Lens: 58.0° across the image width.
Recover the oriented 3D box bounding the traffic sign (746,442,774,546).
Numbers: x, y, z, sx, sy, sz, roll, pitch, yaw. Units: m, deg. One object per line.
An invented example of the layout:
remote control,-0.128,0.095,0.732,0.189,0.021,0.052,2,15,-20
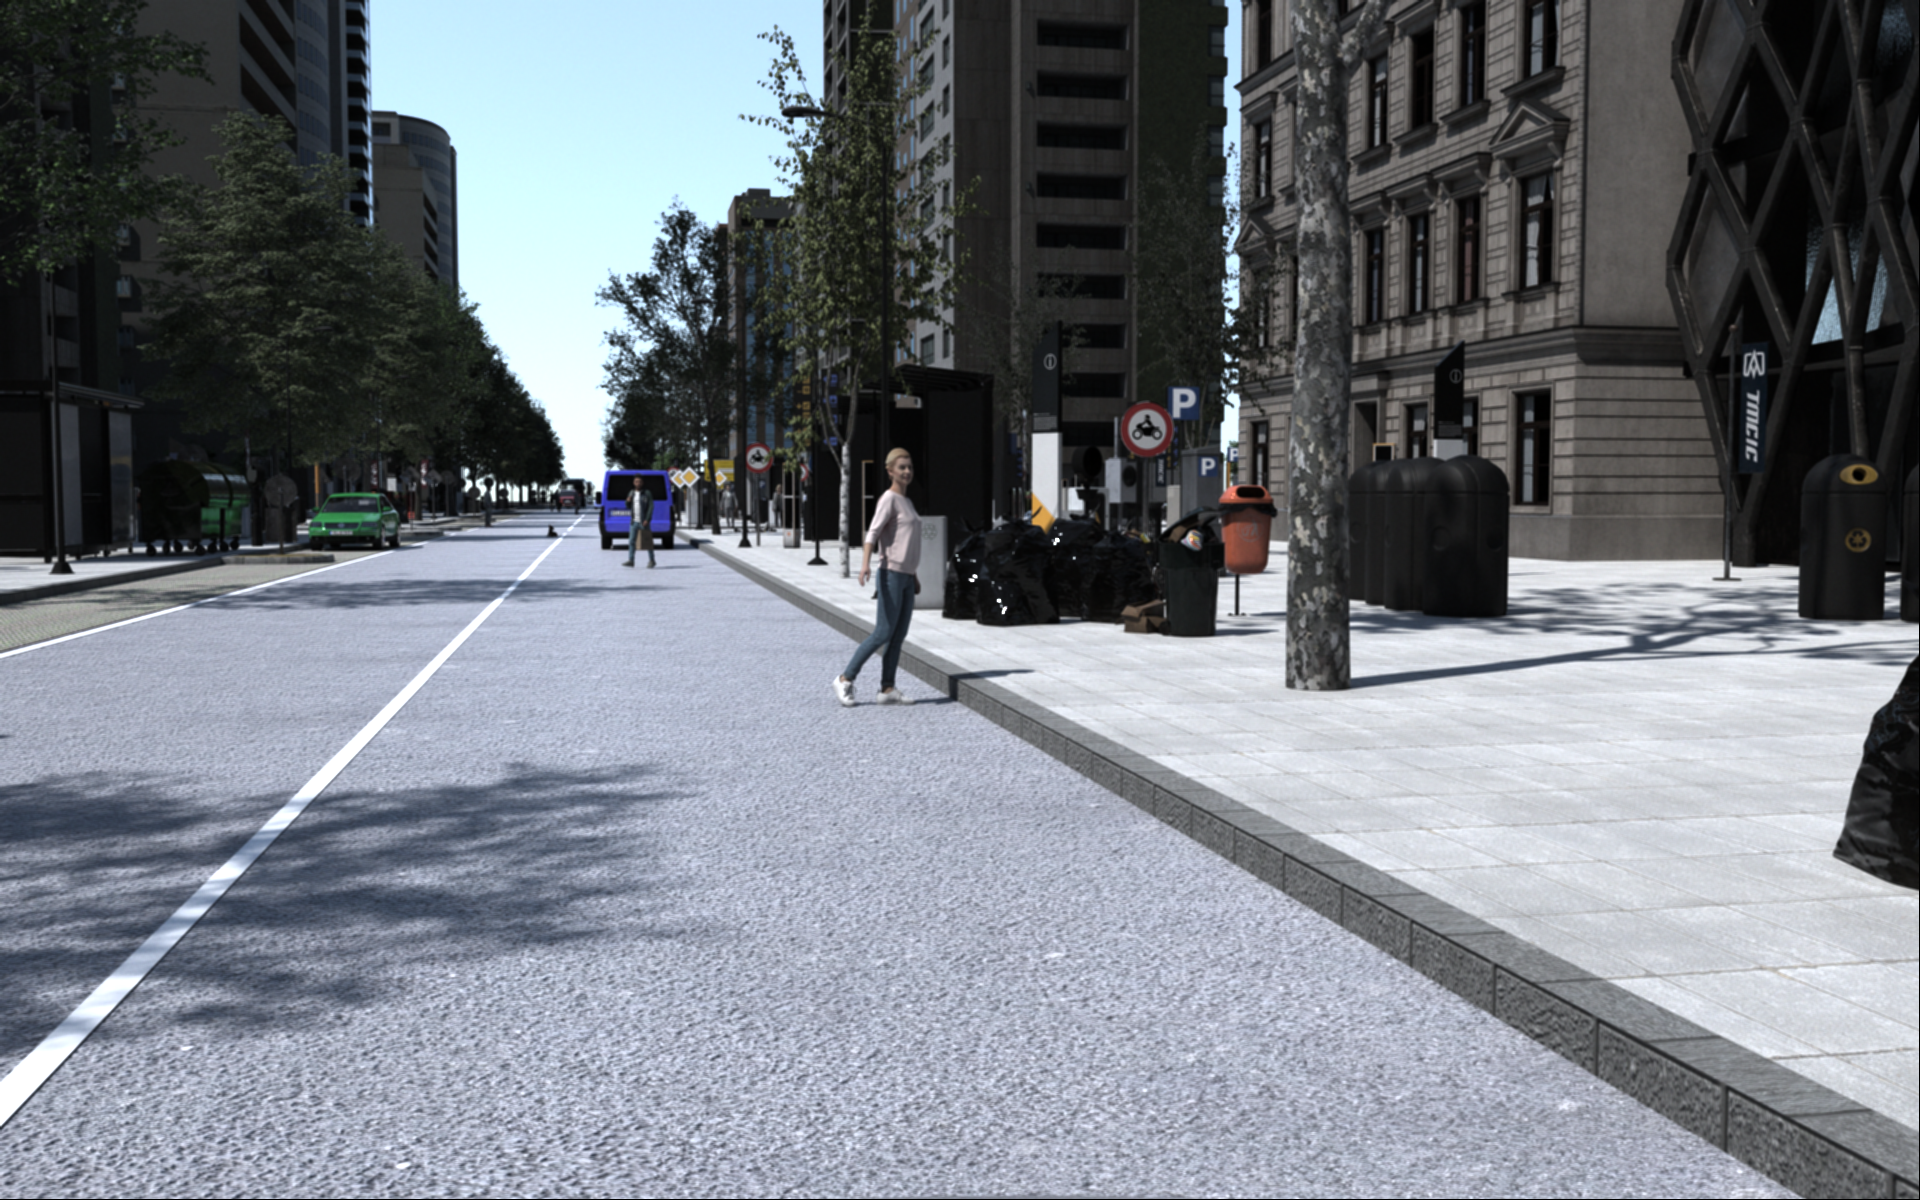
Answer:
traffic sign,-4.984,-2.609,42.766,0.768,2.556,0.104,-1,4,-11

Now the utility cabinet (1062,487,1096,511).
utility cabinet,3.937,-2.988,57.533,1.173,1.500,0.318,-2,4,-25

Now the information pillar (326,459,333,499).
information pillar,-40.550,-7.347,111.478,0.183,3.616,0.504,2,4,28

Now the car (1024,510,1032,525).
car,4.804,-3.528,69.678,4.499,1.417,2.014,-1,4,-13

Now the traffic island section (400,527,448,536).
traffic island section,-19.057,-2.316,60.147,2.009,0.180,2.903,-1,4,-12

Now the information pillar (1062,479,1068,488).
information pillar,5.218,-5.053,87.107,0.304,2.012,0.304,-1,4,-19

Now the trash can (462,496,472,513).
trash can,-33.112,-6.414,116.525,0.748,1.137,0.748,0,3,0

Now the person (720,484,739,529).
person,-9.028,-3.623,67.862,0.709,1.813,0.853,0,4,-8

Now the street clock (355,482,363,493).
street clock,-37.431,-6.320,107.895,0.358,2.002,0.471,2,4,28

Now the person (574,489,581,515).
person,-26.780,-6.898,121.490,0.583,1.804,0.606,-3,5,-41

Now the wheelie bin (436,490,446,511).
wheelie bin,-38.285,-7.340,127.910,0.693,1.594,0.980,0,4,-4

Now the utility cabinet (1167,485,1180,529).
utility cabinet,5.894,-2.179,44.313,1.173,1.500,0.318,2,4,25

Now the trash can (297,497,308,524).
trash can,-28.609,-3.869,74.912,0.748,1.137,0.748,0,3,0

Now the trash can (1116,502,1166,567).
trash can,3.258,-1.159,30.606,0.748,1.137,0.748,0,3,0

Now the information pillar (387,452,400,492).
information pillar,-29.485,-6.026,89.874,0.504,3.616,0.183,1,4,8

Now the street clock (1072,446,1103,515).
street clock,1.915,-1.319,26.139,0.358,2.002,0.471,3,5,43

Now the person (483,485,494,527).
person,-20.712,-4.123,76.017,0.391,1.810,0.635,-2,4,-25

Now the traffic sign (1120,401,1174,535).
traffic sign,2.561,-1.454,23.874,0.768,2.556,0.104,-1,4,-11

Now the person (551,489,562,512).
person,-32.367,-7.981,138.951,0.822,1.834,0.622,0,4,6

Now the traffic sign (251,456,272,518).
traffic sign,-18.913,-2.734,46.828,0.606,2.300,0.079,0,4,-3

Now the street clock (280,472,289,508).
street clock,-22.344,-3.215,57.130,0.471,2.002,0.358,2,4,34

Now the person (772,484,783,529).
person,-6.769,-3.487,65.688,0.709,1.800,0.728,0,4,4

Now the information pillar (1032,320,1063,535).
information pillar,1.193,-1.967,23.522,0.504,3.616,0.183,3,5,44

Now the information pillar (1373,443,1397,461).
information pillar,6.196,-1.272,25.297,0.304,2.012,0.304,1,4,23

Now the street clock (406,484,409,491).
street clock,-36.709,-6.772,115.295,0.358,2.002,0.471,-2,4,-26

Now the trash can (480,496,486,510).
trash can,-37.344,-7.609,136.063,0.748,1.137,0.748,0,3,0

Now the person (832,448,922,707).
person,-0.575,-0.154,11.690,0.598,1.740,0.731,0,4,7

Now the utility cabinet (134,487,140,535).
utility cabinet,-25.338,-2.703,52.875,0.318,1.500,1.173,-1,4,-12

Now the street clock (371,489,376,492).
street clock,-36.167,-6.256,106.858,0.358,2.002,0.471,1,4,21

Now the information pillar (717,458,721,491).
information pillar,-15.805,-7.352,111.552,0.504,3.616,0.183,1,4,11

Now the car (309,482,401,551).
car,-15.714,-2.219,45.069,1.959,1.807,4.718,-1,4,-10

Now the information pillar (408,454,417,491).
information pillar,-28.153,-5.983,89.169,0.504,3.616,0.183,-1,4,-21

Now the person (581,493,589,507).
person,-41.904,-11.237,192.218,1.348,1.826,0.705,-1,4,-20

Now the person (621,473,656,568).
person,-6.120,-1.516,33.278,0.794,1.824,0.713,3,5,39

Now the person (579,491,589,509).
person,-35.838,-9.512,164.734,1.217,1.743,0.721,0,4,-3

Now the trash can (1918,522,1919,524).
trash can,5.321,0.170,8.881,0.748,1.137,0.748,0,3,0

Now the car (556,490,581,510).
car,-35.433,-9.053,156.694,2.281,1.827,5.304,-1,4,-11

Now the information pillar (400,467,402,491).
information pillar,-42.969,-8.646,132.720,0.504,3.616,0.183,1,4,15

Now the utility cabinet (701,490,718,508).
utility cabinet,-14.852,-5.760,102.857,1.173,1.500,0.318,0,4,-3

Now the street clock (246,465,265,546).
street clock,-17.292,-2.324,42.562,0.471,2.002,0.358,3,4,36

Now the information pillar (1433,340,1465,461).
information pillar,7.425,-2.138,26.313,0.504,3.616,0.183,-1,4,-19

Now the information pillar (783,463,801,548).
information pillar,-3.999,-2.243,41.161,0.304,2.012,0.304,2,4,24

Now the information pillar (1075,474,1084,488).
information pillar,3.773,-3.002,53.577,0.304,2.012,0.304,-3,5,-44

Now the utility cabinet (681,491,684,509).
utility cabinet,-22.354,-7.873,137.403,1.173,1.500,0.318,3,5,43

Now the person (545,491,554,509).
person,-38.453,-9.410,163.076,1.217,1.735,0.721,0,4,1

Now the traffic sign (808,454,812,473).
traffic sign,-4.063,-3.094,50.690,0.768,2.556,0.104,0,4,-5

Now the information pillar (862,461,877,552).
information pillar,-2.011,-2.077,38.454,0.304,2.012,0.304,0,4,-7

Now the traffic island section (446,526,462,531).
traffic island section,-20.662,-2.794,67.970,2.009,0.180,2.903,-1,4,-12

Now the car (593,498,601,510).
car,-32.603,-9.111,158.562,1.945,1.707,3.694,-1,4,-12

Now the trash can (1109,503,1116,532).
trash can,4.734,-2.576,53.764,0.748,1.137,0.748,0,3,0
